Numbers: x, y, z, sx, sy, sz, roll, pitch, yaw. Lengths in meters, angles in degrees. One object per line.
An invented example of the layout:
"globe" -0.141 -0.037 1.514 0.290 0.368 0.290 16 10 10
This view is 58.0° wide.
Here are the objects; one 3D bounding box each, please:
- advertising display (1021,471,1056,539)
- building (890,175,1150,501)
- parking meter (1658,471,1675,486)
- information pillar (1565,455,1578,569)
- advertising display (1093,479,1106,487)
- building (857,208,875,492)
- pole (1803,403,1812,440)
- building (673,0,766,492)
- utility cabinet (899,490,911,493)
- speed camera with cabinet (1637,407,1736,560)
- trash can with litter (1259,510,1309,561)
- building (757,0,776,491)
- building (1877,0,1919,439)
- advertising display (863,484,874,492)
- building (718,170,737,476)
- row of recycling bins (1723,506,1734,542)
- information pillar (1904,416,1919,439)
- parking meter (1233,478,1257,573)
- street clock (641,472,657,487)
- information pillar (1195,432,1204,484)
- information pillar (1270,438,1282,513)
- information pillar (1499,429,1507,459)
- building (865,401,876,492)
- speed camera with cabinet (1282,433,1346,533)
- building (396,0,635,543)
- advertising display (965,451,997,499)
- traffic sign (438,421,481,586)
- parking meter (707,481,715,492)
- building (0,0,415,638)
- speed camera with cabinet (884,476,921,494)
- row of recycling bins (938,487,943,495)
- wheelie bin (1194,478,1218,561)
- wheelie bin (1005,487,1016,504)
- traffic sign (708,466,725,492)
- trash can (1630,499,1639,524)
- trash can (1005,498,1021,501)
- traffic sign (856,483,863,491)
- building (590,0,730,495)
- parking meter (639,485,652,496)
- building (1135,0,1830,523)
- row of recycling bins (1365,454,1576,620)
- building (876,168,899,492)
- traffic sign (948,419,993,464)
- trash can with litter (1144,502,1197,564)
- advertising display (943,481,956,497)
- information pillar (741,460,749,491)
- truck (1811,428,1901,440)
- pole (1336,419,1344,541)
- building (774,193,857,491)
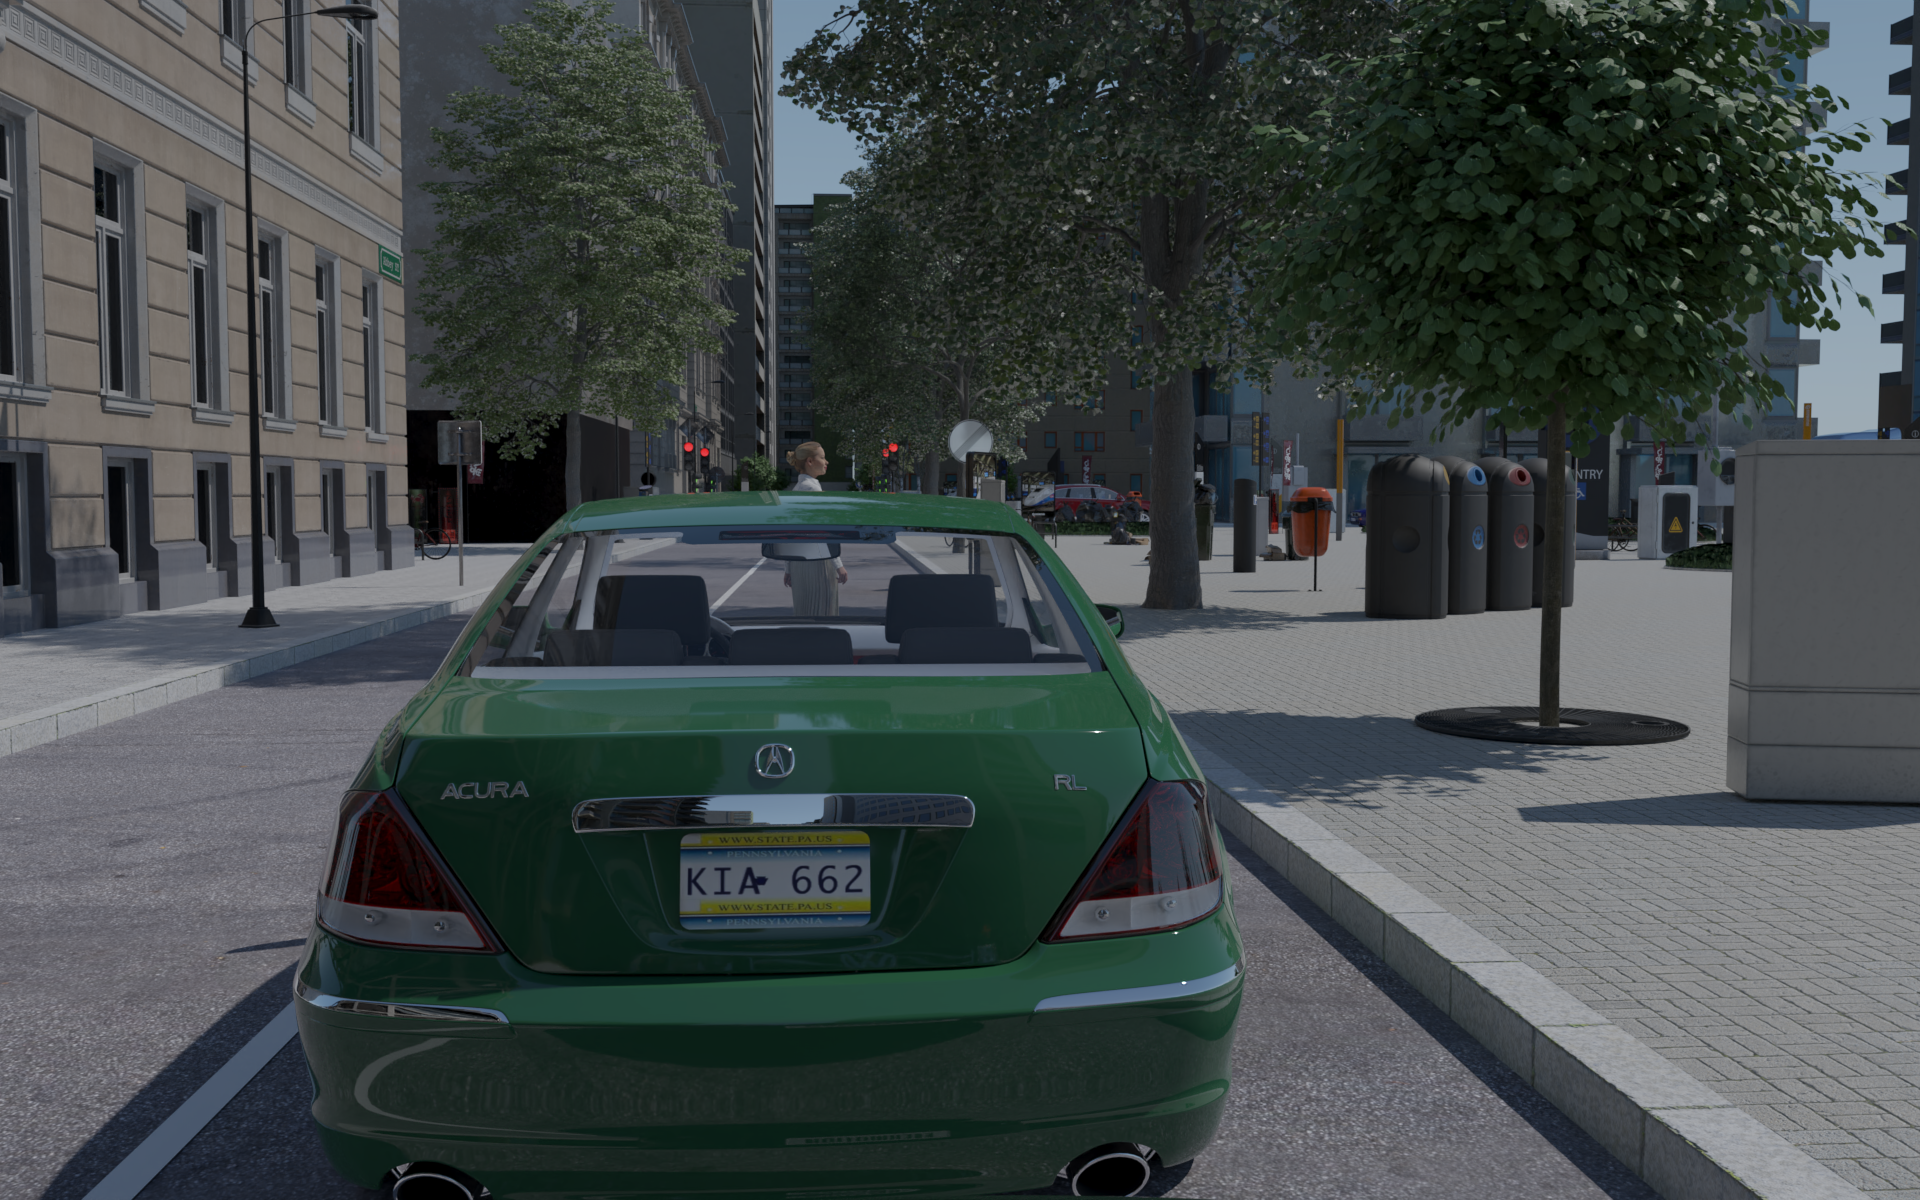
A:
"advertising display" 2.206 -2.672 48.902 0.974 1.923 0.123 0 4 -6
"building" 9.470 -16.653 117.311 27.650 21.520 28.899 0 4 -4
"parking meter" 18.182 -2.381 44.647 0.399 1.863 0.255 1 4 11
"information pillar" 10.374 -1.545 29.755 0.304 2.012 0.304 -1 4 -17
"advertising display" 6.184 -4.390 76.988 0.123 1.923 0.974 2 4 34
"building" -7.595 -33.935 238.430 14.086 41.232 14.154 0 4 -4
"pole" 18.974 -2.753 38.861 0.158 3.312 0.155 0 3 0
"building" -28.672 -32.501 155.088 21.300 48.544 21.600 0 4 -4
"utility cabinet" -3.362 -5.632 100.759 1.173 1.500 0.318 -3 5 -44
"speed camera with cabinet" 14.397 -2.431 34.079 2.038 3.252 0.660 -1 4 -17
"trash can with litter" 6.329 -1.342 33.321 1.055 1.170 0.624 -2 4 -25
"building" -32.909 -47.077 207.964 20.611 71.187 20.563 0 4 -4
"building" 54.503 -26.358 81.061 14.200 45.320 14.600 0 4 -4
"advertising display" -5.864 -6.458 110.803 0.123 1.923 0.974 3 4 37
"building" -24.535 -20.544 129.408 14.314 27.812 24.014 0 4 -4
"row of recycling bins" 20.509 -2.197 43.035 1.069 1.692 3.534 -2 4 -26
"information pillar" 28.356 -3.683 51.575 0.183 3.616 0.504 -2 4 -32
"parking meter" 4.659 -1.218 28.325 0.372 1.533 0.369 0 3 0
"street clock" -10.195 -3.193 56.777 0.471 2.002 0.358 1 4 8
"information pillar" 8.979 -4.512 65.126 0.183 3.616 0.504 3 5 40
"information pillar" 13.086 -4.918 71.764 0.504 3.616 0.183 0 4 -1
"information pillar" 12.814 -3.029 40.886 0.183 3.616 0.504 0 4 5
"building" 4.601 -20.397 178.531 27.650 21.520 28.899 0 4 -4
"speed camera with cabinet" 11.625 -3.826 56.889 2.038 3.252 0.660 -1 4 -14
"building" -19.108 -11.309 52.353 16.811 18.784 16.820 0 4 -4
"advertising display" 0.327 -1.300 26.469 0.123 1.923 0.974 1 4 23
"traffic sign" -6.969 -1.347 24.151 0.606 2.300 0.079 0 4 2
"parking meter" -10.647 -4.166 73.824 0.399 1.863 0.255 -2 4 -30
"building" -15.146 -14.299 19.694 13.634 28.700 20.117 0 4 -4
"speed camera with cabinet" -3.073 -5.904 90.858 2.038 3.252 0.660 0 4 -8
"row of recycling bins" 0.416 -5.619 98.989 3.534 1.692 1.069 -1 4 -10
"wheelie bin" 4.625 -1.571 33.589 0.693 1.594 0.980 1 4 15
"wheelie bin" 2.862 -5.629 99.942 0.980 1.594 0.693 3 5 45
"traffic sign" -11.166 -4.856 79.501 0.768 2.556 0.104 0 4 2
"trash can" 21.682 -2.661 55.158 0.748 1.137 0.748 0 3 0
"trash can" 2.191 -3.654 71.391 0.748 1.137 0.748 0 3 0
"traffic sign" -8.145 -8.635 141.290 0.768 2.556 0.104 0 4 -2
"building" -21.513 -19.451 105.416 14.401 28.519 23.554 0 4 -4
"parking meter" -8.818 -2.459 48.618 0.372 1.533 0.369 0 3 0
"building" 23.813 -28.444 84.665 30.456 49.044 23.786 0 4 -4
"row of recycling bins" 5.596 -0.726 18.983 3.534 1.692 1.069 -3 5 -43
"building" -0.646 -23.487 155.721 14.160 30.474 14.107 0 4 -4
"traffic sign" 0.181 -1.806 29.631 0.768 2.556 0.104 0 4 -1
"trash can with litter" 3.801 -1.235 31.574 0.624 1.170 1.055 -3 5 -41
"advertising display" -0.324 -4.867 84.793 0.974 1.923 0.123 0 4 7
"information pillar" -14.635 -7.746 117.996 0.504 3.616 0.183 0 4 3
"truck" 43.740 -5.013 71.722 18.799 4.110 2.967 0 4 -4
"pole" 10.396 -3.277 47.418 0.158 3.312 0.155 0 3 0
"building" -21.652 -33.880 237.526 14.086 41.232 14.154 0 4 -4
